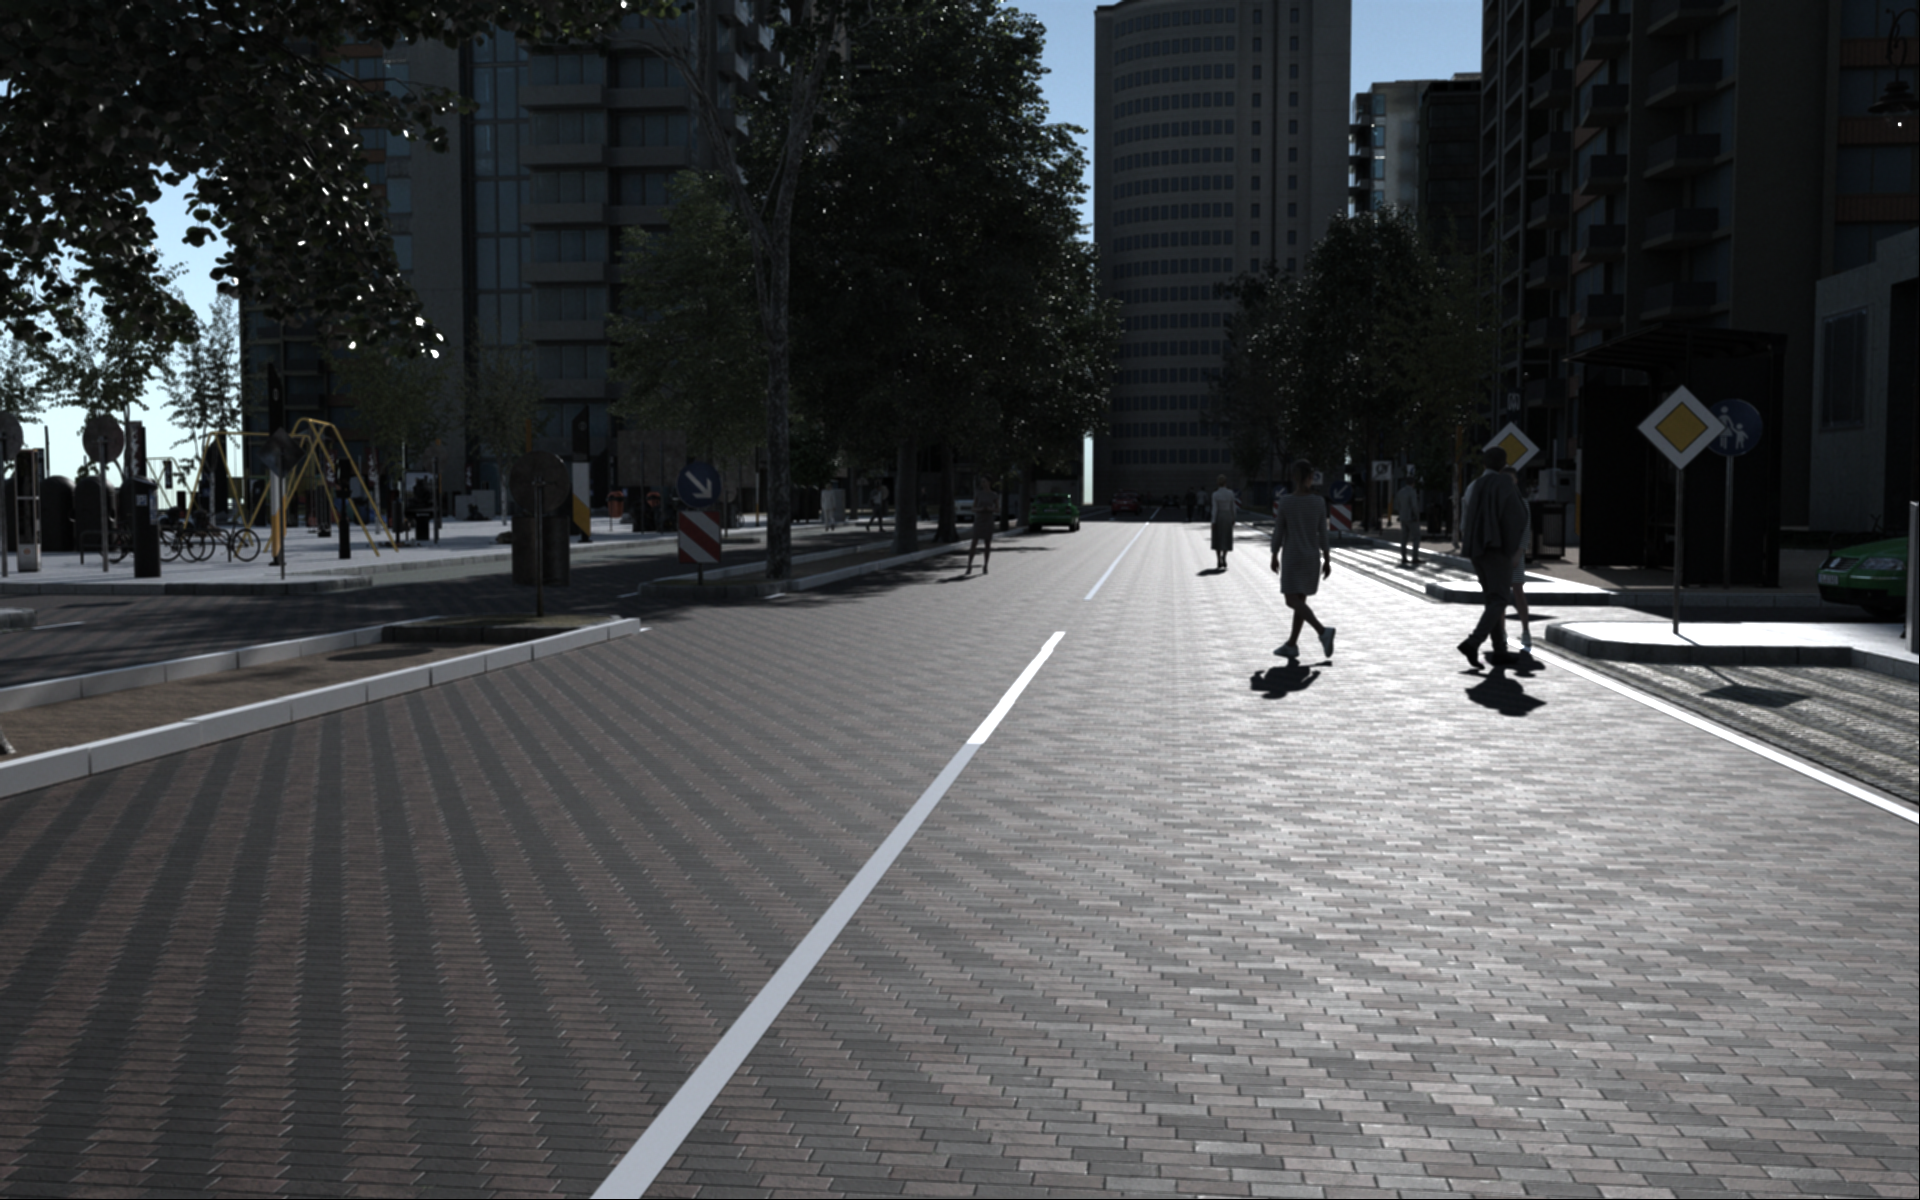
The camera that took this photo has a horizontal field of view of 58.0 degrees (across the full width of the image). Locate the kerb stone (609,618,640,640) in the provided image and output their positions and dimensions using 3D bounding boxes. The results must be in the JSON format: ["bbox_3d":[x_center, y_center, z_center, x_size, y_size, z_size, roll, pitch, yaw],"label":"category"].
[{"bbox_3d":[-3.433,0.295,17.461,0.120,0.150,1.000,0,4,7],"label":"kerb stone"}]

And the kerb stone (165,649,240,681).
[{"bbox_3d":[-6.017,0.527,13.639,0.120,0.150,1.000,0,4,7],"label":"kerb stone"}]

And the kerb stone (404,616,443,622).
[{"bbox_3d":[-5.518,0.275,17.700,0.120,0.150,1.000,0,4,7],"label":"kerb stone"}]

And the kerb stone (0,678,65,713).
[{"bbox_3d":[-6.258,0.648,11.600,0.120,0.150,1.000,0,4,7],"label":"kerb stone"}]

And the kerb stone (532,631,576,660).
[{"bbox_3d":[-3.671,0.418,15.417,0.120,0.150,1.000,0,4,7],"label":"kerb stone"}]

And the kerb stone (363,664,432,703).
[{"bbox_3d":[-4.055,0.601,12.365,0.120,0.150,1.000,0,4,7],"label":"kerb stone"}]

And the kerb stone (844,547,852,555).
[{"bbox_3d":[-2.738,-1.127,40.629,0.120,0.150,1.000,0,4,7],"label":"kerb stone"}]

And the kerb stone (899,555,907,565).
[{"bbox_3d":[-1.273,-0.793,35.275,0.120,0.150,1.000,0,4,7],"label":"kerb stone"}]

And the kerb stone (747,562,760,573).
[{"bbox_3d":[-3.849,-0.567,31.464,0.120,0.150,1.000,0,4,7],"label":"kerb stone"}]

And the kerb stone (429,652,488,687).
[{"bbox_3d":[-3.926,0.539,13.385,0.120,0.150,1.000,0,4,7],"label":"kerb stone"}]

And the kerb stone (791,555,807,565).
[{"bbox_3d":[-3.359,-0.814,35.531,0.120,0.150,1.000,0,4,7],"label":"kerb stone"}]

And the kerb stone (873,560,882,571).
[{"bbox_3d":[-1.646,-0.613,32.220,0.120,0.150,1.000,0,4,7],"label":"kerb stone"}]

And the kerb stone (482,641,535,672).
[{"bbox_3d":[-3.801,0.477,14.403,0.120,0.150,1.000,0,4,7],"label":"kerb stone"}]

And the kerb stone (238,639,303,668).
[{"bbox_3d":[-5.888,0.461,14.653,0.120,0.150,1.000,0,4,7],"label":"kerb stone"}]

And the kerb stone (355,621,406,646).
[{"bbox_3d":[-5.644,0.339,16.686,0.120,0.150,1.000,0,4,7],"label":"kerb stone"}]

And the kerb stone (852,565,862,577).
[{"bbox_3d":[-1.896,-0.489,30.191,0.120,0.150,1.000,0,4,7],"label":"kerb stone"}]

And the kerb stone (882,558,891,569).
[{"bbox_3d":[-1.513,-0.675,33.234,0.120,0.150,1.000,0,4,7],"label":"kerb stone"}]

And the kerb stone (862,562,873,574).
[{"bbox_3d":[-1.758,-0.551,31.204,0.120,0.150,1.000,0,4,7],"label":"kerb stone"}]

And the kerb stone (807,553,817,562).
[{"bbox_3d":[-3.233,-0.875,36.546,0.120,0.150,1.000,0,4,7],"label":"kerb stone"}]

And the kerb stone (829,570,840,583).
[{"bbox_3d":[-2.138,-0.358,28.160,0.120,0.150,1.000,0,4,7],"label":"kerb stone"}]

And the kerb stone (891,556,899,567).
[{"bbox_3d":[-1.395,-0.736,34.255,0.120,0.150,1.000,0,4,7],"label":"kerb stone"}]

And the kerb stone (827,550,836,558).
[{"bbox_3d":[-2.984,-0.997,38.588,0.120,0.150,1.000,0,4,7],"label":"kerb stone"}]

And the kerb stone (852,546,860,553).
[{"bbox_3d":[-2.612,-1.186,41.650,0.120,0.150,1.000,0,4,7],"label":"kerb stone"}]

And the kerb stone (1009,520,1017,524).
[{"bbox_3d":[2.575,-3.800,84.361,0.120,0.150,1.000,0,4,7],"label":"kerb stone"}]

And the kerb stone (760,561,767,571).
[{"bbox_3d":[-3.724,-0.629,32.486,0.120,0.150,1.000,0,4,7],"label":"kerb stone"}]

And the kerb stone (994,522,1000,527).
[{"bbox_3d":[1.716,-3.364,77.242,0.120,0.150,1.000,0,4,7],"label":"kerb stone"}]

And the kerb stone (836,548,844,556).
[{"bbox_3d":[-2.860,-1.065,39.609,0.120,0.150,1.000,0,4,7],"label":"kerb stone"}]

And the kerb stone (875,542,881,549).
[{"bbox_3d":[-2.239,-1.376,44.697,0.120,0.150,1.000,0,4,7],"label":"kerb stone"}]

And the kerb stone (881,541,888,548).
[{"bbox_3d":[-2.116,-1.438,45.712,0.120,0.150,1.000,0,4,7],"label":"kerb stone"}]

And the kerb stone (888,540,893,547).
[{"bbox_3d":[-1.994,-1.500,46.727,0.120,0.150,1.000,0,4,7],"label":"kerb stone"}]

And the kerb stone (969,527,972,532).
[{"bbox_3d":[0.232,-2.621,65.046,0.120,0.150,1.000,0,4,7],"label":"kerb stone"}]

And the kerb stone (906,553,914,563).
[{"bbox_3d":[-1.152,-0.862,36.290,0.120,0.150,1.000,0,4,7],"label":"kerb stone"}]

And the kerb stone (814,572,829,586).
[{"bbox_3d":[-2.256,-0.303,27.144,0.120,0.150,1.000,0,4,7],"label":"kerb stone"}]

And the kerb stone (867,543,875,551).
[{"bbox_3d":[-2.360,-1.310,43.682,0.120,0.150,1.000,0,4,7],"label":"kerb stone"}]

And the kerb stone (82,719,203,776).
[{"bbox_3d":[-4.416,0.796,9.311,0.120,0.150,1.000,0,4,7],"label":"kerb stone"}]

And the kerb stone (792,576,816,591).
[{"bbox_3d":[-2.378,-0.240,26.123,0.120,0.150,1.000,0,4,7],"label":"kerb stone"}]

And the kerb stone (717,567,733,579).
[{"bbox_3d":[-4.089,-0.441,29.434,0.120,0.150,1.000,0,4,7],"label":"kerb stone"}]

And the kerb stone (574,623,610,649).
[{"bbox_3d":[-3.561,0.355,16.436,0.120,0.150,1.000,0,4,7],"label":"kerb stone"}]

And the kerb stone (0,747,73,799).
[{"bbox_3d":[-4.540,0.854,8.296,0.120,0.150,1.000,0,4,7],"label":"kerb stone"}]

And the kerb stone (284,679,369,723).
[{"bbox_3d":[-4.179,0.664,11.346,0.120,0.150,1.000,0,4,7],"label":"kerb stone"}]

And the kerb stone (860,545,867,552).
[{"bbox_3d":[-2.487,-1.245,42.665,0.120,0.150,1.000,0,4,7],"label":"kerb stone"}]

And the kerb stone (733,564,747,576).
[{"bbox_3d":[-3.976,-0.505,30.449,0.120,0.150,1.000,0,4,7],"label":"kerb stone"}]

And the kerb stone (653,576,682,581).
[{"bbox_3d":[-4.464,-0.256,26.375,0.120,0.150,1.000,0,4,7],"label":"kerb stone"}]

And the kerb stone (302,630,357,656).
[{"bbox_3d":[-5.767,0.403,15.668,0.120,0.150,1.000,0,4,7],"label":"kerb stone"}]

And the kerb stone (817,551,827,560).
[{"bbox_3d":[-3.105,-0.940,37.568,0.120,0.150,1.000,0,4,7],"label":"kerb stone"}]

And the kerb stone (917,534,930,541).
[{"bbox_3d":[-1.128,-1.927,53.855,0.120,0.150,1.000,0,4,7],"label":"kerb stone"}]

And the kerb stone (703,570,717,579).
[{"bbox_3d":[-4.215,-0.376,28.416,0.120,0.150,1.000,0,4,7],"label":"kerb stone"}]

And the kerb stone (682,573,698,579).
[{"bbox_3d":[-4.338,-0.313,27.392,0.120,0.150,1.000,0,4,7],"label":"kerb stone"}]

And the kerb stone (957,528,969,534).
[{"bbox_3d":[0.104,-2.559,64.032,0.120,0.150,1.000,0,4,7],"label":"kerb stone"}]

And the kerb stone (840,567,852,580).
[{"bbox_3d":[-2.013,-0.427,29.176,0.120,0.150,1.000,0,4,7],"label":"kerb stone"}]

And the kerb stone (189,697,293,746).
[{"bbox_3d":[-4.301,0.727,10.326,0.120,0.150,1.000,0,4,7],"label":"kerb stone"}]

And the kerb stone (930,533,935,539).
[{"bbox_3d":[-1.005,-1.999,54.874,0.120,0.150,1.000,0,4,7],"label":"kerb stone"}]

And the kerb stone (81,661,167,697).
[{"bbox_3d":[-6.138,0.587,12.616,0.120,0.150,1.000,0,4,7],"label":"kerb stone"}]
